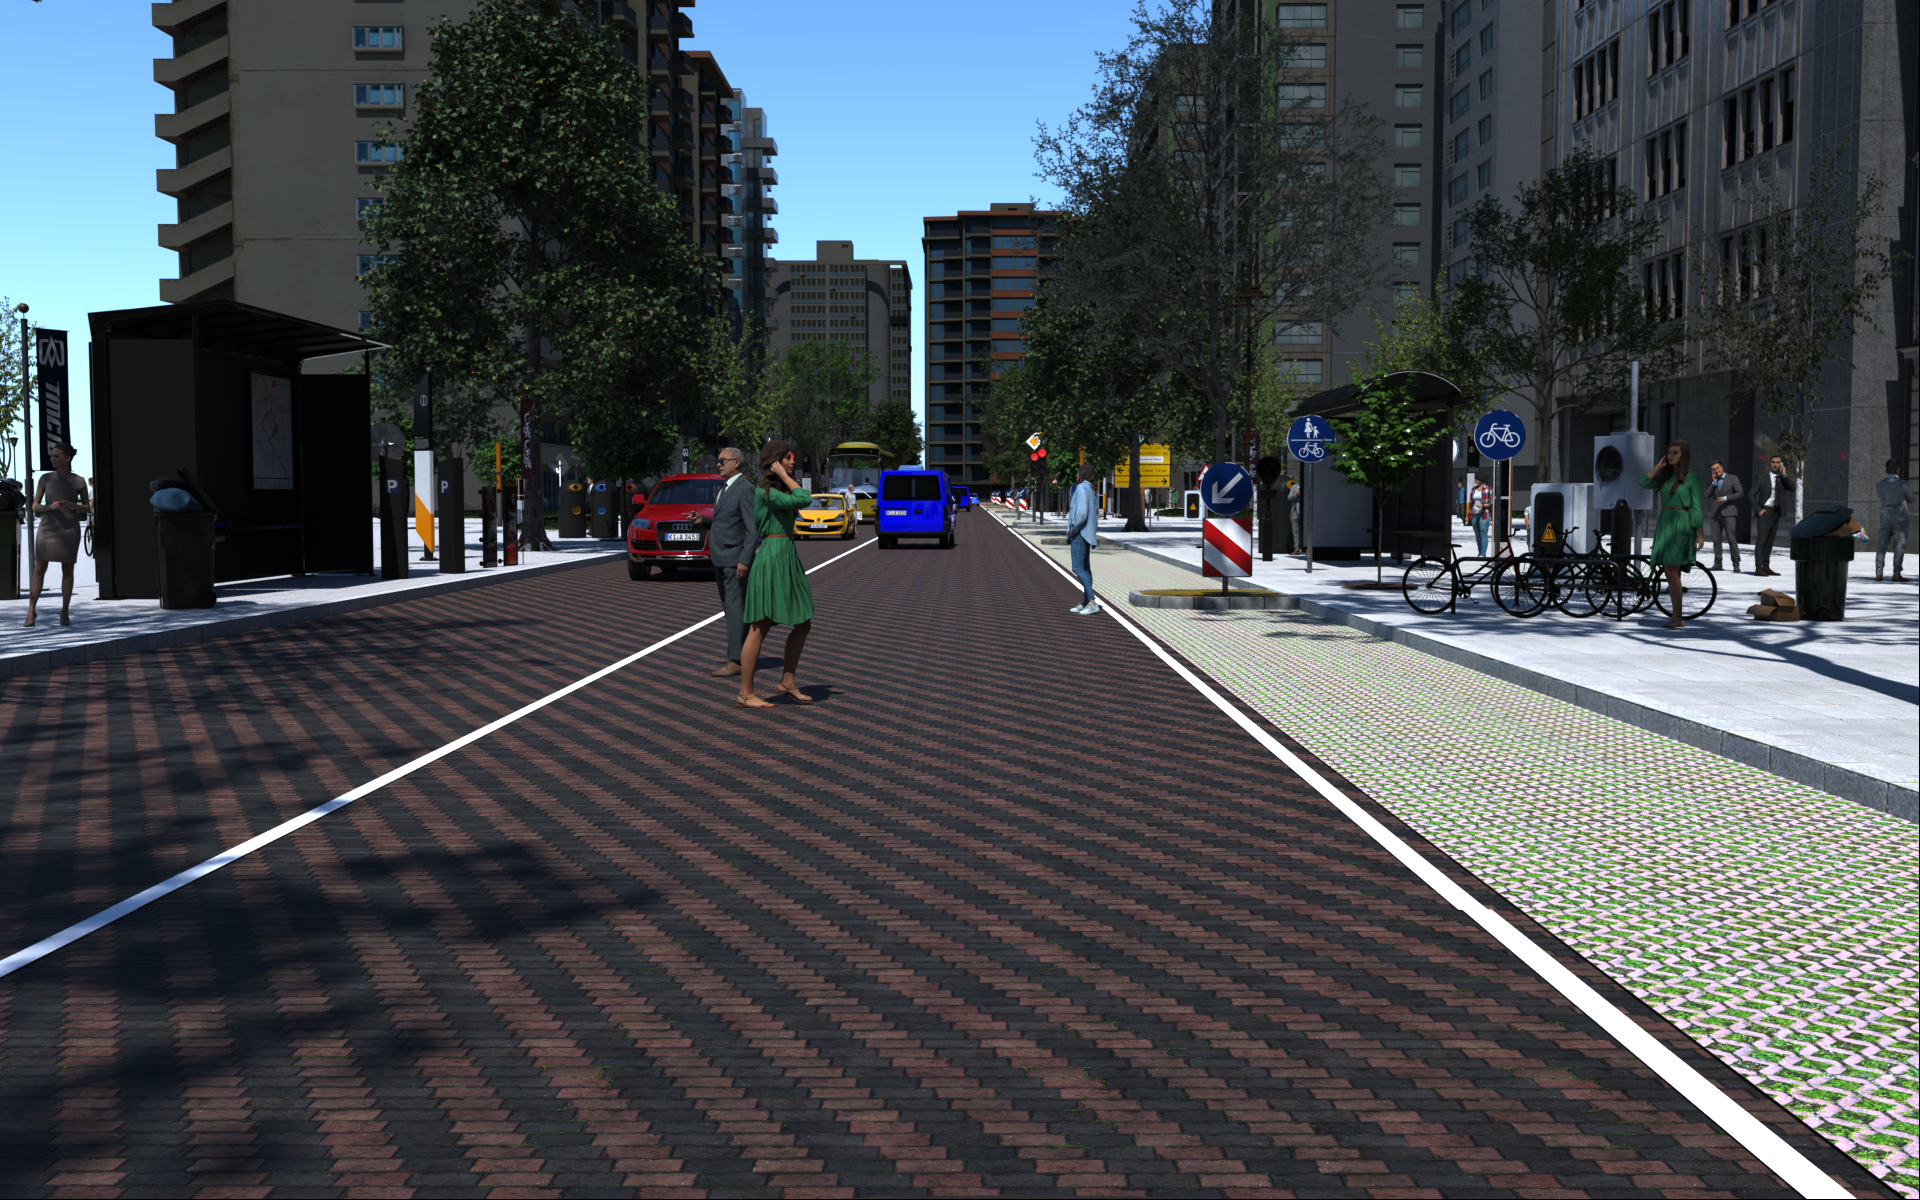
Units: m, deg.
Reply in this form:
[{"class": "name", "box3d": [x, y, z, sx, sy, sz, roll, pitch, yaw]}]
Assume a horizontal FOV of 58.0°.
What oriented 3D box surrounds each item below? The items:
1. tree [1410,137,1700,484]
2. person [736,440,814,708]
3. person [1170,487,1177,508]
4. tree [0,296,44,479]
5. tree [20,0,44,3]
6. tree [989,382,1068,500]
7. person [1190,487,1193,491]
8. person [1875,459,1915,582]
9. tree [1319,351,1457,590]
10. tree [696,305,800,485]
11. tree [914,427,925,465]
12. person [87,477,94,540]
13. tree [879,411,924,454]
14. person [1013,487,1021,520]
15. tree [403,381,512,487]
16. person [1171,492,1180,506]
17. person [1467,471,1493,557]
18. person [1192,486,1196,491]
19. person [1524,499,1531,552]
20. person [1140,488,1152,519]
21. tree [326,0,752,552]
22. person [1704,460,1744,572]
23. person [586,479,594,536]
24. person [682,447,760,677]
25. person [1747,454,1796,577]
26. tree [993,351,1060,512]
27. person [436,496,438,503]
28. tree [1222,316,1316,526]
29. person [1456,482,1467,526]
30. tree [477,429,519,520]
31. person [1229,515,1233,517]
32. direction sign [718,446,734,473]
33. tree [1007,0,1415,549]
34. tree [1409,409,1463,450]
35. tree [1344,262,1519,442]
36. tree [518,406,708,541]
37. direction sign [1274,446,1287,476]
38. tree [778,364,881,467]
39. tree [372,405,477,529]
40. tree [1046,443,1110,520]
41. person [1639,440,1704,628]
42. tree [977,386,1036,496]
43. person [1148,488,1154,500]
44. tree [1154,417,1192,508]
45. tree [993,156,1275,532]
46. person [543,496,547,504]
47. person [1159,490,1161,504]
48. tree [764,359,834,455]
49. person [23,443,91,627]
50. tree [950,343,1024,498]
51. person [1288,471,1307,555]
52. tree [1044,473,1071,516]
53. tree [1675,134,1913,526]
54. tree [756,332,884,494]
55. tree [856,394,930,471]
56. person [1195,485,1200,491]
[{"class": "tree", "box3d": [15.478, -6.770, 45.095, 7.601, 10.594, 8.767, 0, 4, 5]}, {"class": "person", "box3d": [-1.249, -0.178, 11.664, 0.529, 1.795, 0.600, 0, 4, -7]}, {"class": "person", "box3d": [15.396, -7.217, 124.286, 0.600, 1.795, 0.529, 3, 5, 41]}, {"class": "tree", "box3d": [-35.418, -6.925, 63.579, 4.737, 8.622, 4.395, 0, 3, 0]}, {"class": "tree", "box3d": [-8.847, -6.086, 9.880, 12.009, 13.543, 11.850, 0, 3, 0]}, {"class": "tree", "box3d": [6.648, -13.500, 138.847, 7.486, 12.596, 7.792, 0, 3, 0]}, {"class": "person", "box3d": [17.674, -7.674, 131.857, 0.601, 1.785, 0.444, -1, 4, -23]}, {"class": "person", "box3d": [13.752, -1.177, 25.472, 0.511, 1.800, 0.466, 3, 5, 41]}, {"class": "tree", "box3d": [5.689, -1.775, 23.628, 1.663, 3.219, 1.824, 0, 3, 0]}, {"class": "tree", "box3d": [-8.699, -7.206, 68.173, 4.737, 8.622, 4.395, 0, 3, 0]}, {"class": "tree", "box3d": [-8.183, -17.840, 217.441, 9.928, 11.665, 9.643, 0, 3, 0]}, {"class": "person", "box3d": [-24.545, -2.582, 48.833, 0.524, 1.755, 0.480, -1, 4, -20]}, {"class": "tree", "box3d": [-7.921, -17.782, 208.855, 7.486, 12.596, 7.792, 0, 3, 0]}, {"class": "person", "box3d": [3.136, -5.355, 96.229, 0.466, 1.800, 0.511, -1, 4, -11]}, {"class": "tree", "box3d": [-16.190, -6.435, 55.578, 4.360, 8.622, 3.978, 0, 3, 0]}, {"class": "person", "box3d": [18.768, -8.855, 150.947, 0.709, 1.813, 0.853, -1, 4, -9]}, {"class": "person", "box3d": [10.097, -1.628, 33.495, 0.643, 1.720, 0.563, -3, 4, -37]}, {"class": "person", "box3d": [15.497, -6.615, 114.293, 0.694, 1.812, 0.767, -2, 4, -26]}, {"class": "person", "box3d": [10.796, -1.344, 32.694, 0.332, 1.250, 0.352, 2, 4, 24]}, {"class": "person", "box3d": [9.591, -5.121, 89.619, 0.661, 1.843, 0.795, 0, 4, 5]}, {"class": "tree", "box3d": [-9.493, -7.441, 38.667, 9.611, 12.733, 9.660, 0, 3, 0]}, {"class": "person", "box3d": [12.656, -1.399, 28.725, 0.447, 1.846, 0.655, -3, 4, -38]}, {"class": "person", "box3d": [-11.346, -2.910, 53.400, 0.659, 1.850, 0.755, 3, 5, 42]}, {"class": "person", "box3d": [-1.875, -0.313, 13.796, 0.590, 1.801, 0.661, -2, 4, -33]}, {"class": "person", "box3d": [12.737, -1.330, 27.155, 0.648, 1.900, 0.474, -1, 4, -19]}, {"class": "tree", "box3d": [6.066, -12.012, 122.148, 9.928, 11.665, 9.643, 0, 3, 0]}, {"class": "person", "box3d": [-20.458, -3.819, 68.881, 0.661, 1.777, 0.834, -2, 4, -25]}, {"class": "tree", "box3d": [11.712, -7.202, 68.109, 4.737, 8.622, 4.395, 0, 3, 0]}, {"class": "person", "box3d": [20.351, -3.897, 70.110, 0.444, 1.785, 0.601, -1, 4, -10]}, {"class": "tree", "box3d": [-22.382, -6.183, 84.806, 4.285, 4.588, 4.351, 0, 3, 0]}, {"class": "person", "box3d": [7.085, -2.464, 46.132, 0.655, 1.846, 0.447, 1, 4, 16]}, {"class": "direction sign", "box3d": [-10.898, -5.453, 81.161, 0.876, 3.537, 0.379, 0, 4, 2]}, {"class": "tree", "box3d": [6.107, -7.975, 40.765, 12.009, 13.543, 11.850, 0, 3, 0]}, {"class": "tree", "box3d": [26.367, -8.953, 96.740, 4.360, 8.622, 3.978, 0, 3, 0]}, {"class": "tree", "box3d": [15.639, -6.472, 56.185, 4.737, 8.622, 4.395, 0, 3, 0]}, {"class": "tree", "box3d": [-9.176, -3.901, 47.492, 4.285, 4.588, 4.351, 0, 3, 0]}, {"class": "direction sign", "box3d": [14.958, -5.481, 81.614, 0.379, 3.537, 0.876, 2, 4, 30]}, {"class": "tree", "box3d": [-9.412, -11.582, 123.775, 8.767, 10.594, 7.601, 1, 4, 20]}, {"class": "tree", "box3d": [-20.565, -4.897, 63.777, 4.285, 4.588, 4.351, 0, 3, 0]}, {"class": "tree", "box3d": [5.612, -6.173, 84.639, 4.285, 4.588, 4.351, 0, 3, 0]}, {"class": "person", "box3d": [6.828, -0.624, 16.485, 0.529, 1.795, 0.600, -3, 5, -44]}, {"class": "tree", "box3d": [6.330, -17.266, 188.959, 9.857, 13.997, 8.962, 0, 3, 0]}, {"class": "person", "box3d": [17.345, -9.418, 159.970, 1.348, 1.831, 0.705, 0, 4, 0]}, {"class": "tree", "box3d": [15.805, -10.898, 128.552, 4.737, 8.622, 4.395, 0, 3, 0]}, {"class": "tree", "box3d": [5.843, -8.655, 58.523, 9.611, 12.733, 9.660, 0, 3, 0]}, {"class": "person", "box3d": [-19.224, -4.463, 79.403, 0.661, 1.777, 0.834, 2, 4, 33]}, {"class": "person", "box3d": [18.540, -9.418, 160.950, 0.530, 1.710, 0.541, 1, 4, 15]}, {"class": "tree", "box3d": [-9.108, -8.882, 95.577, 4.360, 8.622, 3.978, 0, 3, 0]}, {"class": "person", "box3d": [-8.812, -0.642, 16.888, 0.599, 1.781, 0.374, -1, 4, -23]}, {"class": "tree", "box3d": [5.311, -22.134, 217.786, 12.611, 20.169, 13.585, 0, 3, 0]}, {"class": "person", "box3d": [7.098, -1.832, 36.177, 0.511, 1.800, 0.466, 2, 4, 25]}, {"class": "tree", "box3d": [5.883, -6.608, 102.644, 1.663, 3.219, 1.824, 0, 3, 0]}, {"class": "tree", "box3d": [16.804, -5.178, 35.026, 4.360, 8.622, 3.978, 0, 3, 0]}, {"class": "tree", "box3d": [-8.950, -11.270, 110.017, 9.928, 11.665, 9.643, 0, 3, 0]}, {"class": "tree", "box3d": [-7.888, -17.181, 197.919, 9.611, 12.733, 9.660, 0, 3, 0]}, {"class": "person", "box3d": [14.588, -6.146, 106.440, 0.656, 1.842, 0.836, 0, 4, 4]}]
